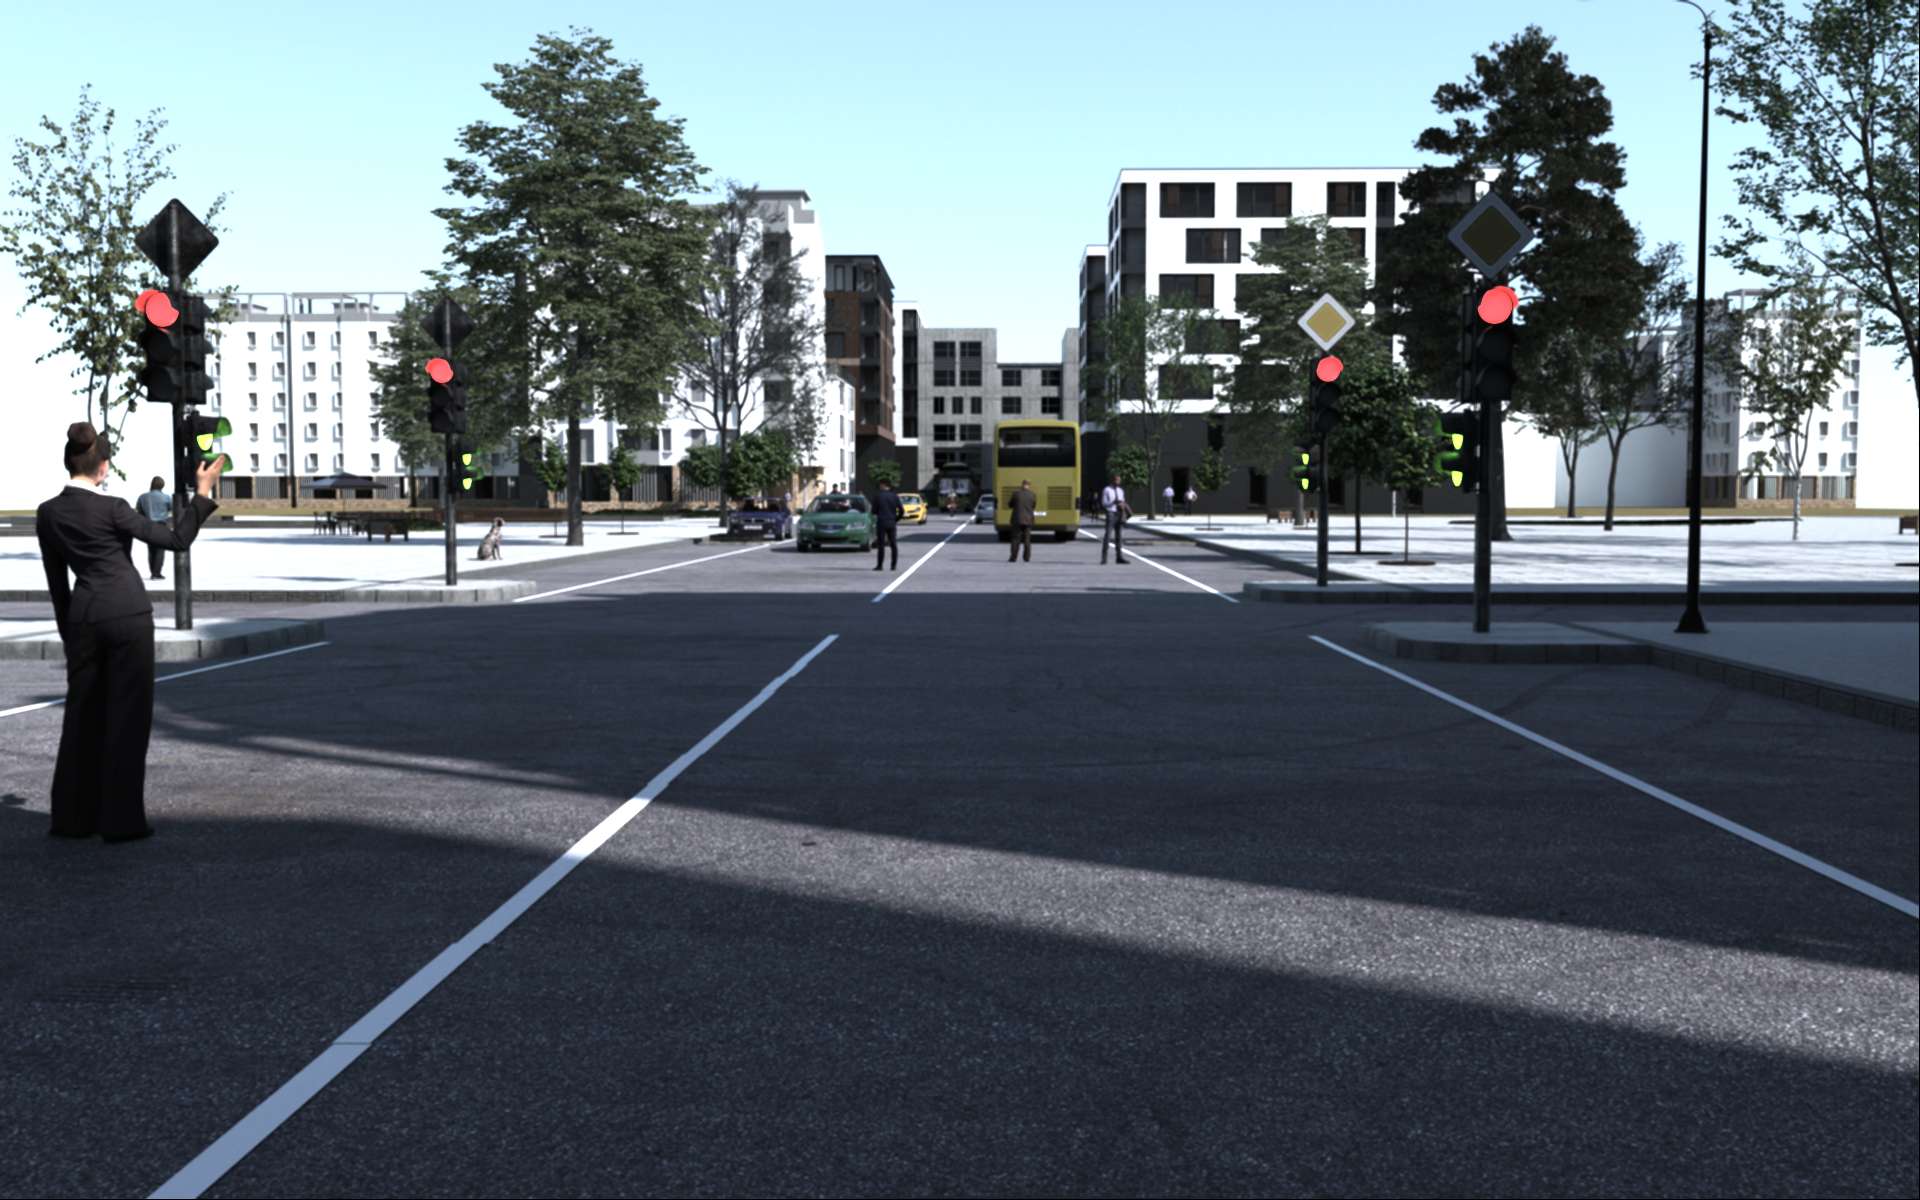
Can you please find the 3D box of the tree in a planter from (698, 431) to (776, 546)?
[{"bbox_3d":[-6.268,-3.162,48.927,1.991,3.239,1.994,0,4,1],"label":"tree in a planter"}]

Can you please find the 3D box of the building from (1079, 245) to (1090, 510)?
[{"bbox_3d":[24.674,-19.208,158.020,27.936,21.610,32.646,0,4,1],"label":"building"}]

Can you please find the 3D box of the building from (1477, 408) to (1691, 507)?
[{"bbox_3d":[56.967,-13.916,169.675,28.070,9.664,9.099,0,4,1],"label":"building"}]

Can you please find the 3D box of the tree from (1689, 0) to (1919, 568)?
[{"bbox_3d":[17.065,-6.388,30.191,9.928,11.665,9.643,0,3,0],"label":"tree"}]

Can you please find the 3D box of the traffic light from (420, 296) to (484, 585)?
[{"bbox_3d":[-7.139,-2.141,24.252,0.839,4.213,0.868,0,4,1],"label":"traffic light"}]

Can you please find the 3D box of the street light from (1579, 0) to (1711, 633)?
[{"bbox_3d":[6.271,-2.655,15.952,1.470,5.913,1.316,0,4,1],"label":"street light"}]

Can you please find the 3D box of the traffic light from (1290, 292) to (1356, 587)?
[{"bbox_3d":[5.020,-2.125,23.983,0.839,4.213,0.868,0,4,1],"label":"traffic light"}]

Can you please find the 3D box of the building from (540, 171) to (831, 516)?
[{"bbox_3d":[-16.199,-15.251,105.777,16.016,20.091,11.380,0,4,1],"label":"building"}]

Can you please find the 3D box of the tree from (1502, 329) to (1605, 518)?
[{"bbox_3d":[32.808,-10.229,92.994,9.928,11.665,9.643,0,3,0],"label":"tree"}]

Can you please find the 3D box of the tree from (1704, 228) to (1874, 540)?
[{"bbox_3d":[23.322,-5.995,48.384,4.737,8.622,4.395,0,3,0],"label":"tree"}]

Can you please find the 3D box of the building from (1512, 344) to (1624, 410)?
[{"bbox_3d":[54.295,-19.802,190.223,31.486,18.905,16.747,0,4,1],"label":"building"}]

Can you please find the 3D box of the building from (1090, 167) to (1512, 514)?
[{"bbox_3d":[24.436,-17.184,124.938,27.936,21.610,32.646,0,4,1],"label":"building"}]

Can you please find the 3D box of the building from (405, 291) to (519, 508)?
[{"bbox_3d":[-44.846,-19.031,167.572,11.380,20.091,16.016,0,4,1],"label":"building"}]

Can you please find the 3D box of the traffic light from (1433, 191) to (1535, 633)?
[{"bbox_3d":[4.832,-1.636,16.000,0.839,4.213,0.868,0,4,1],"label":"traffic light"}]

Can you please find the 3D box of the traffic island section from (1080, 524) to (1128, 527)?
[{"bbox_3d":[6.275,-3.231,75.689,1.991,0.108,1.994,0,4,1],"label":"traffic island section"}]

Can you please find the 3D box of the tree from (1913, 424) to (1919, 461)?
[{"bbox_3d":[59.446,-7.528,85.984,20.602,7.101,11.467,1,4,14],"label":"tree"}]

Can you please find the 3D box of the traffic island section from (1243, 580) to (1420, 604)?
[{"bbox_3d":[5.059,-0.111,24.095,2.009,0.180,2.903,0,4,1],"label":"traffic island section"}]

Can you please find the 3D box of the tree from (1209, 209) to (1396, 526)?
[{"bbox_3d":[14.042,-9.249,69.353,7.486,12.596,7.792,0,3,0],"label":"tree"}]

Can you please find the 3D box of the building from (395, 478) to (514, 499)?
[{"bbox_3d":[-51.048,-15.124,189.417,28.070,9.664,9.099,0,4,1],"label":"building"}]

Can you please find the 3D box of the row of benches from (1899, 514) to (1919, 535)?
[{"bbox_3d":[31.920,-2.466,55.781,4.104,0.672,1.422,-2,4,-25],"label":"row of benches"}]

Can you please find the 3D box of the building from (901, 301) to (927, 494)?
[{"bbox_3d":[-20.481,-21.630,197.626,32.646,21.610,27.936,0,4,1],"label":"building"}]

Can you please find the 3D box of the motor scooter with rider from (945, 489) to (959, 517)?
[{"bbox_3d":[-0.525,-5.995,106.990,0.876,1.779,1.986,0,3,0],"label":"motor scooter with rider"}]

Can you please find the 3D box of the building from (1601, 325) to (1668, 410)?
[{"bbox_3d":[76.961,-20.342,189.003,11.380,20.091,16.016,0,4,1],"label":"building"}]

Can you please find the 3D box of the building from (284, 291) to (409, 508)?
[{"bbox_3d":[-56.213,-19.072,168.239,11.380,20.091,16.016,0,4,1],"label":"building"}]

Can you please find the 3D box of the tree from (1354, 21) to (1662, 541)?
[{"bbox_3d":[14.821,-8.564,47.452,7.806,13.903,7.818,0,3,0],"label":"tree"}]

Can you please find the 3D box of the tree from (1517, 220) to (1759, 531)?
[{"bbox_3d":[22.646,-7.679,59.963,8.767,10.594,7.601,0,4,3],"label":"tree"}]

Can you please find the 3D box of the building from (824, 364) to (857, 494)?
[{"bbox_3d":[-12.041,-11.238,125.892,9.099,9.664,28.070,0,4,1],"label":"building"}]

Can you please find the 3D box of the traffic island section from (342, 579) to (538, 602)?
[{"bbox_3d":[-7.178,-0.129,24.386,2.009,0.180,2.903,0,4,1],"label":"traffic island section"}]

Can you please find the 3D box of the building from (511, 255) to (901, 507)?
[{"bbox_3d":[-22.949,-19.470,162.307,32.646,21.610,27.936,0,4,1],"label":"building"}]

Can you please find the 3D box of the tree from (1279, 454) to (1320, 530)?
[{"bbox_3d":[12.703,-4.177,62.899,1.663,3.219,1.824,0,3,0],"label":"tree"}]

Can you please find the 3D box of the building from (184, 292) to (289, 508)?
[{"bbox_3d":[-67.624,-19.104,168.764,11.380,20.091,16.016,0,4,1],"label":"building"}]

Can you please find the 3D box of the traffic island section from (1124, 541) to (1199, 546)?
[{"bbox_3d":[5.638,-1.583,48.753,1.991,0.108,1.994,0,4,1],"label":"traffic island section"}]

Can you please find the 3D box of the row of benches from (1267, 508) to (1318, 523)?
[{"bbox_3d":[15.192,-3.809,77.743,1.422,0.672,4.104,3,5,43],"label":"row of benches"}]

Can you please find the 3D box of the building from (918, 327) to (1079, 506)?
[{"bbox_3d":[11.458,-19.907,191.943,31.486,18.905,16.747,0,4,1],"label":"building"}]

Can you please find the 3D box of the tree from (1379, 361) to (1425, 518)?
[{"bbox_3d":[23.518,-8.826,94.665,4.737,8.622,4.395,0,3,0],"label":"tree"}]

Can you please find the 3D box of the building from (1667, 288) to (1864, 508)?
[{"bbox_3d":[76.605,-18.900,165.442,11.380,20.091,16.016,0,4,1],"label":"building"}]

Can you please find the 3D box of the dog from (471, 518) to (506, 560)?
[{"bbox_3d":[-9.258,-1.181,33.688,0.800,0.831,0.513,-1,4,-11],"label":"dog"}]

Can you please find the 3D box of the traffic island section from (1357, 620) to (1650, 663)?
[{"bbox_3d":[4.872,0.377,16.112,2.009,0.180,2.903,0,4,1],"label":"traffic island section"}]

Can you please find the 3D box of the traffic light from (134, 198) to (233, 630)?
[{"bbox_3d":[-7.326,-1.653,16.269,0.839,4.213,0.868,0,4,1],"label":"traffic light"}]

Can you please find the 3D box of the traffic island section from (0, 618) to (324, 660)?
[{"bbox_3d":[-7.366,0.359,16.404,2.009,0.180,2.903,0,4,1],"label":"traffic island section"}]
